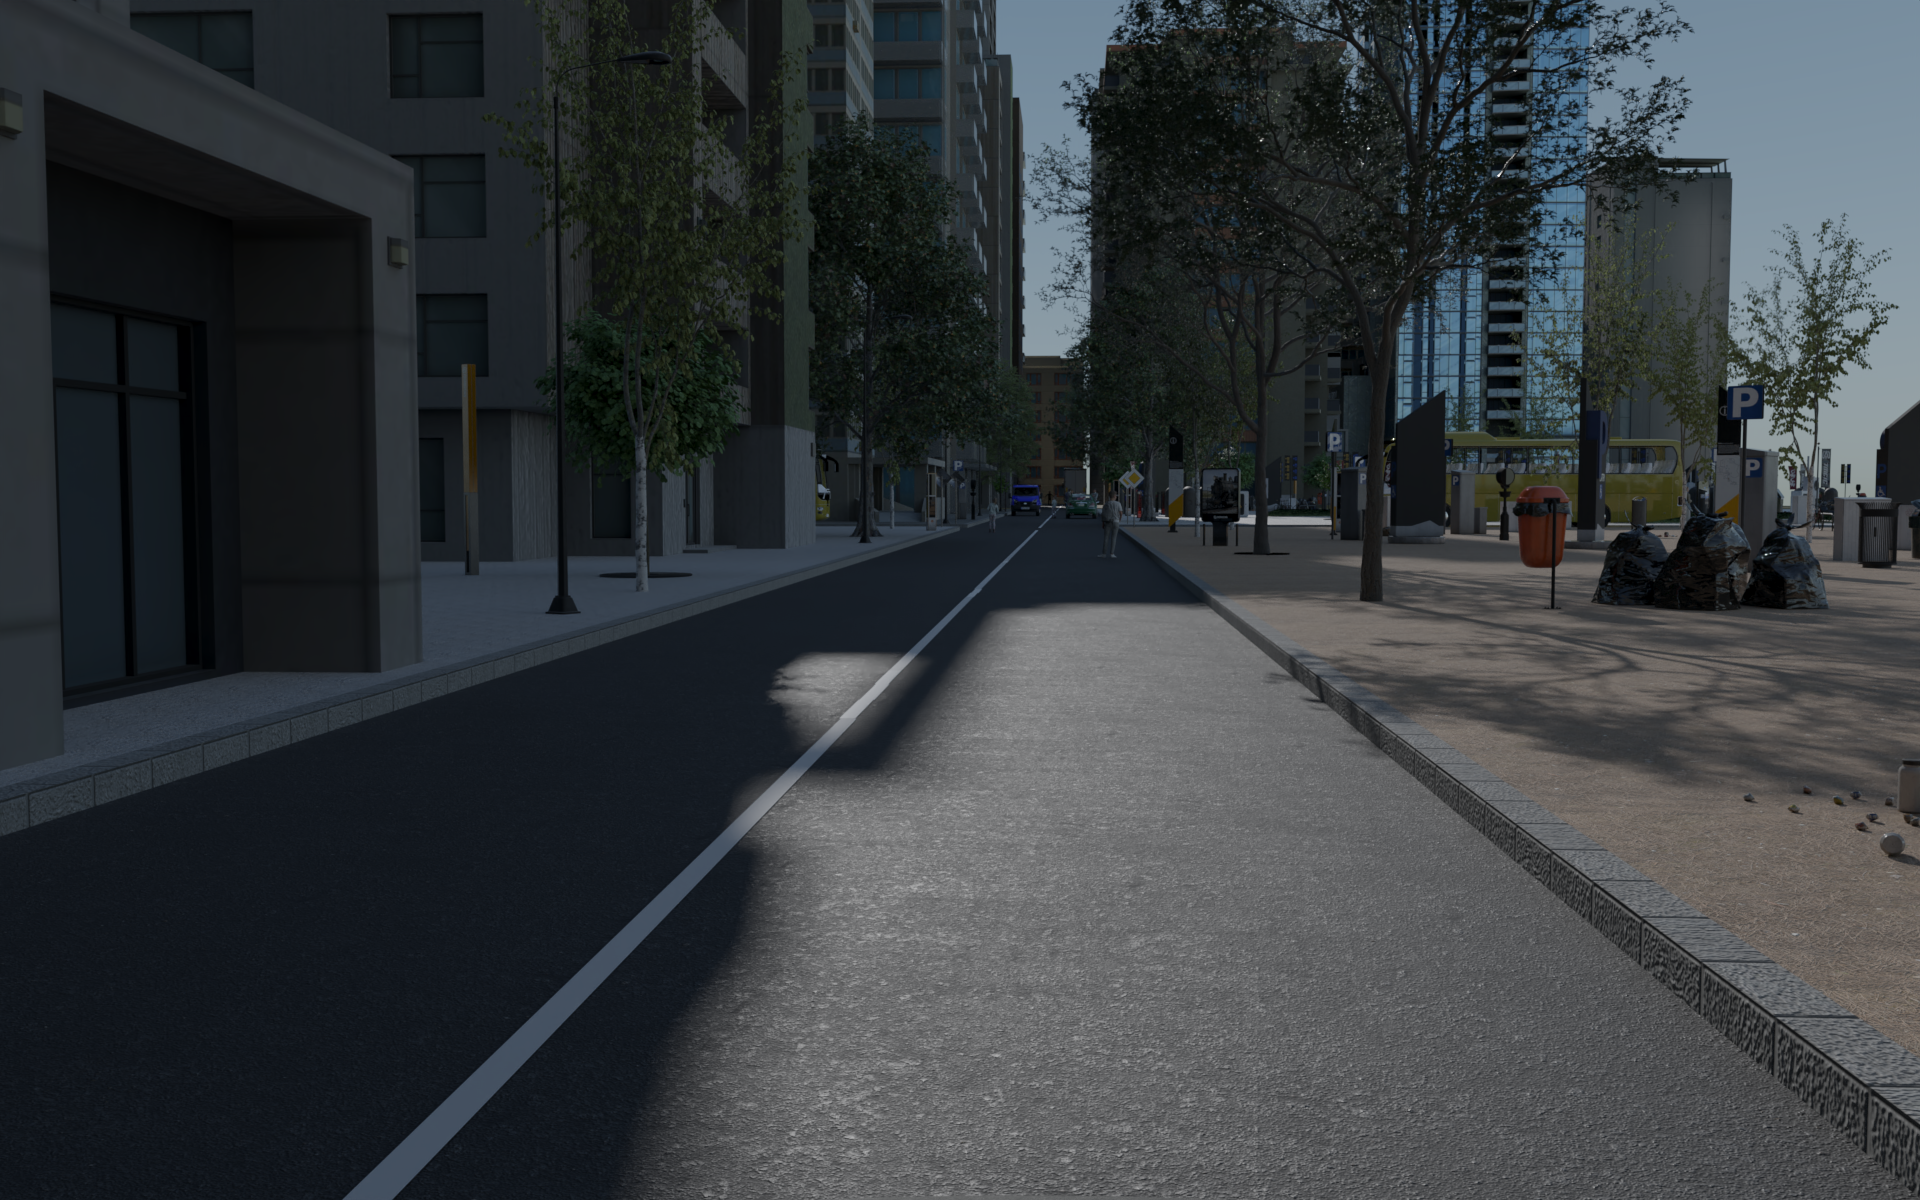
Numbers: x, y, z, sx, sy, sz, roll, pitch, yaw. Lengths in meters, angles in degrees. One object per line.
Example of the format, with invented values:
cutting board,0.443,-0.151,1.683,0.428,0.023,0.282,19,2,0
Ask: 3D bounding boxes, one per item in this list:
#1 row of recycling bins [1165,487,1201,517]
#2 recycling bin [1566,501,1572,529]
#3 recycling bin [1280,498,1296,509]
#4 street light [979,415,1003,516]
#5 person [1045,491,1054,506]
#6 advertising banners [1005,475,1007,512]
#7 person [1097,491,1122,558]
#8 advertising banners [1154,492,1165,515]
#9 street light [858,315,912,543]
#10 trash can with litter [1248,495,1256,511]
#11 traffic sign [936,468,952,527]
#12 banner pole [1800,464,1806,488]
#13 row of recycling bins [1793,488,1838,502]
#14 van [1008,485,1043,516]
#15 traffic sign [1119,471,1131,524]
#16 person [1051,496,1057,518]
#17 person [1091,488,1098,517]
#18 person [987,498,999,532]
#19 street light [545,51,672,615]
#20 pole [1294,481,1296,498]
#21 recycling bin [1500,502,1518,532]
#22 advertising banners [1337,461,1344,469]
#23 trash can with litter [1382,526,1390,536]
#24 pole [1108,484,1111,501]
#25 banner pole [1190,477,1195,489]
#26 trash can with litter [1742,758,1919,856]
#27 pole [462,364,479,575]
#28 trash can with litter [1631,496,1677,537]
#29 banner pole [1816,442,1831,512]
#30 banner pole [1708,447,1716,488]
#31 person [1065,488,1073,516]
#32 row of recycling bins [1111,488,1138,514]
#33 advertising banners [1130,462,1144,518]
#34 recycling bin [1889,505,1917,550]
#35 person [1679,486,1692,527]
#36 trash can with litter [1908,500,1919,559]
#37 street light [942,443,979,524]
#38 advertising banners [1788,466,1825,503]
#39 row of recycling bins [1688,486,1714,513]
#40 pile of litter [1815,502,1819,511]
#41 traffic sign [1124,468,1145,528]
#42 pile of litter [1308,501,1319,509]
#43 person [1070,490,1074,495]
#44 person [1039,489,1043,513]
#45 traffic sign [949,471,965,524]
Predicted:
row of recycling bins,13.055,-5.408,95.540,3.534,1.692,1.069,-1,4,-12
recycling bin,21.746,-3.086,63.008,0.722,1.027,0.722,-1,4,-10
recycling bin,20.608,-5.888,108.821,0.722,1.027,0.722,-3,5,-44
street light,1.704,-7.878,101.349,1.470,5.913,1.316,0,4,4
person,11.083,-12.570,214.152,1.348,1.807,0.705,-1,4,-9
advertising banners,3.330,-7.965,126.409,0.090,3.025,2.074,0,3,0
person,3.372,-1.705,38.980,0.503,1.515,0.523,-2,4,-24
advertising banners,12.559,-6.769,106.868,0.090,3.025,2.074,-2,4,-30
street light,-1.940,-4.435,45.056,1.470,5.913,1.316,0,4,4
trash can with litter,22.029,-7.329,130.880,1.678,1.210,2.233,0,4,-7
traffic sign,-0.702,-3.869,66.894,0.795,2.450,0.064,0,4,4
banner pole,61.629,-8.341,126.388,0.863,3.779,0.401,-1,4,-12
row of recycling bins,54.335,-6.301,110.138,1.069,1.692,3.534,-1,4,-16
van,4.351,-6.735,114.506,2.240,2.365,5.245,0,4,3
traffic sign,7.198,-4.325,74.360,0.795,2.450,0.064,0,4,4
person,5.502,-5.449,101.869,0.394,1.301,0.425,2,4,28
person,8.284,-6.031,107.283,0.511,1.800,0.466,2,4,27
person,1.214,-3.186,64.865,0.425,1.301,0.394,-1,4,-15
street light,-3.723,-2.804,18.381,1.470,5.913,1.316,0,4,4
pole,25.729,-8.511,132.994,0.158,3.312,0.155,0,3,0
recycling bin,18.718,-2.816,58.595,0.722,1.027,0.722,0,4,2
advertising banners,20.377,-5.713,89.588,2.074,3.025,0.090,1,4,8
trash can with litter,13.169,-2.513,52.478,0.624,1.170,1.055,-3,5,-45
pole,12.484,-9.226,144.695,0.158,3.312,0.155,0,3,0
banner pole,19.287,-9.411,143.883,0.401,3.779,0.863,-2,4,-34
trash can with litter,3.758,0.300,6.156,1.678,1.210,2.233,1,4,22
pole,-7.719,-2.046,27.297,0.158,3.312,0.155,0,3,0
trash can with litter,20.659,-2.487,51.717,2.233,1.210,1.678,-1,4,-22
banner pole,41.698,-5.733,83.757,0.863,3.779,0.401,0,4,-2
banner pole,35.715,-5.618,81.863,0.863,3.779,0.401,-1,4,-22
person,7.184,-6.435,113.895,0.473,1.802,0.592,-1,4,-11
row of recycling bins,10.790,-6.315,110.369,1.069,1.692,3.534,3,5,42
advertising banners,9.526,-5.851,91.844,0.090,3.025,2.074,3,4,36
recycling bin,21.718,-1.669,39.835,0.722,1.027,0.722,3,5,41
person,29.445,-3.742,70.228,0.362,1.759,0.519,-2,4,-28
trash can with litter,19.212,-1.384,34.012,0.624,1.170,1.055,-2,4,-27
street light,-0.068,-6.247,74.672,1.470,5.913,1.316,0,4,4
advertising banners,51.932,-6.737,106.341,2.074,3.025,0.090,2,4,34
row of recycling bins,38.110,-4.950,88.041,1.069,1.692,3.534,0,4,-4
pile of litter,51.119,-5.515,104.127,1.176,0.858,1.719,3,5,42
traffic sign,6.676,-3.838,66.392,0.795,2.450,0.064,0,4,4
pile of litter,21.928,-5.700,107.162,1.176,0.858,1.719,-3,4,-37
person,9.455,-8.384,145.823,0.600,1.795,0.529,-1,4,-10
person,6.069,-7.523,131.597,0.616,1.811,0.778,-1,4,-15
traffic sign,-0.179,-4.356,74.862,0.795,2.450,0.064,0,4,4
